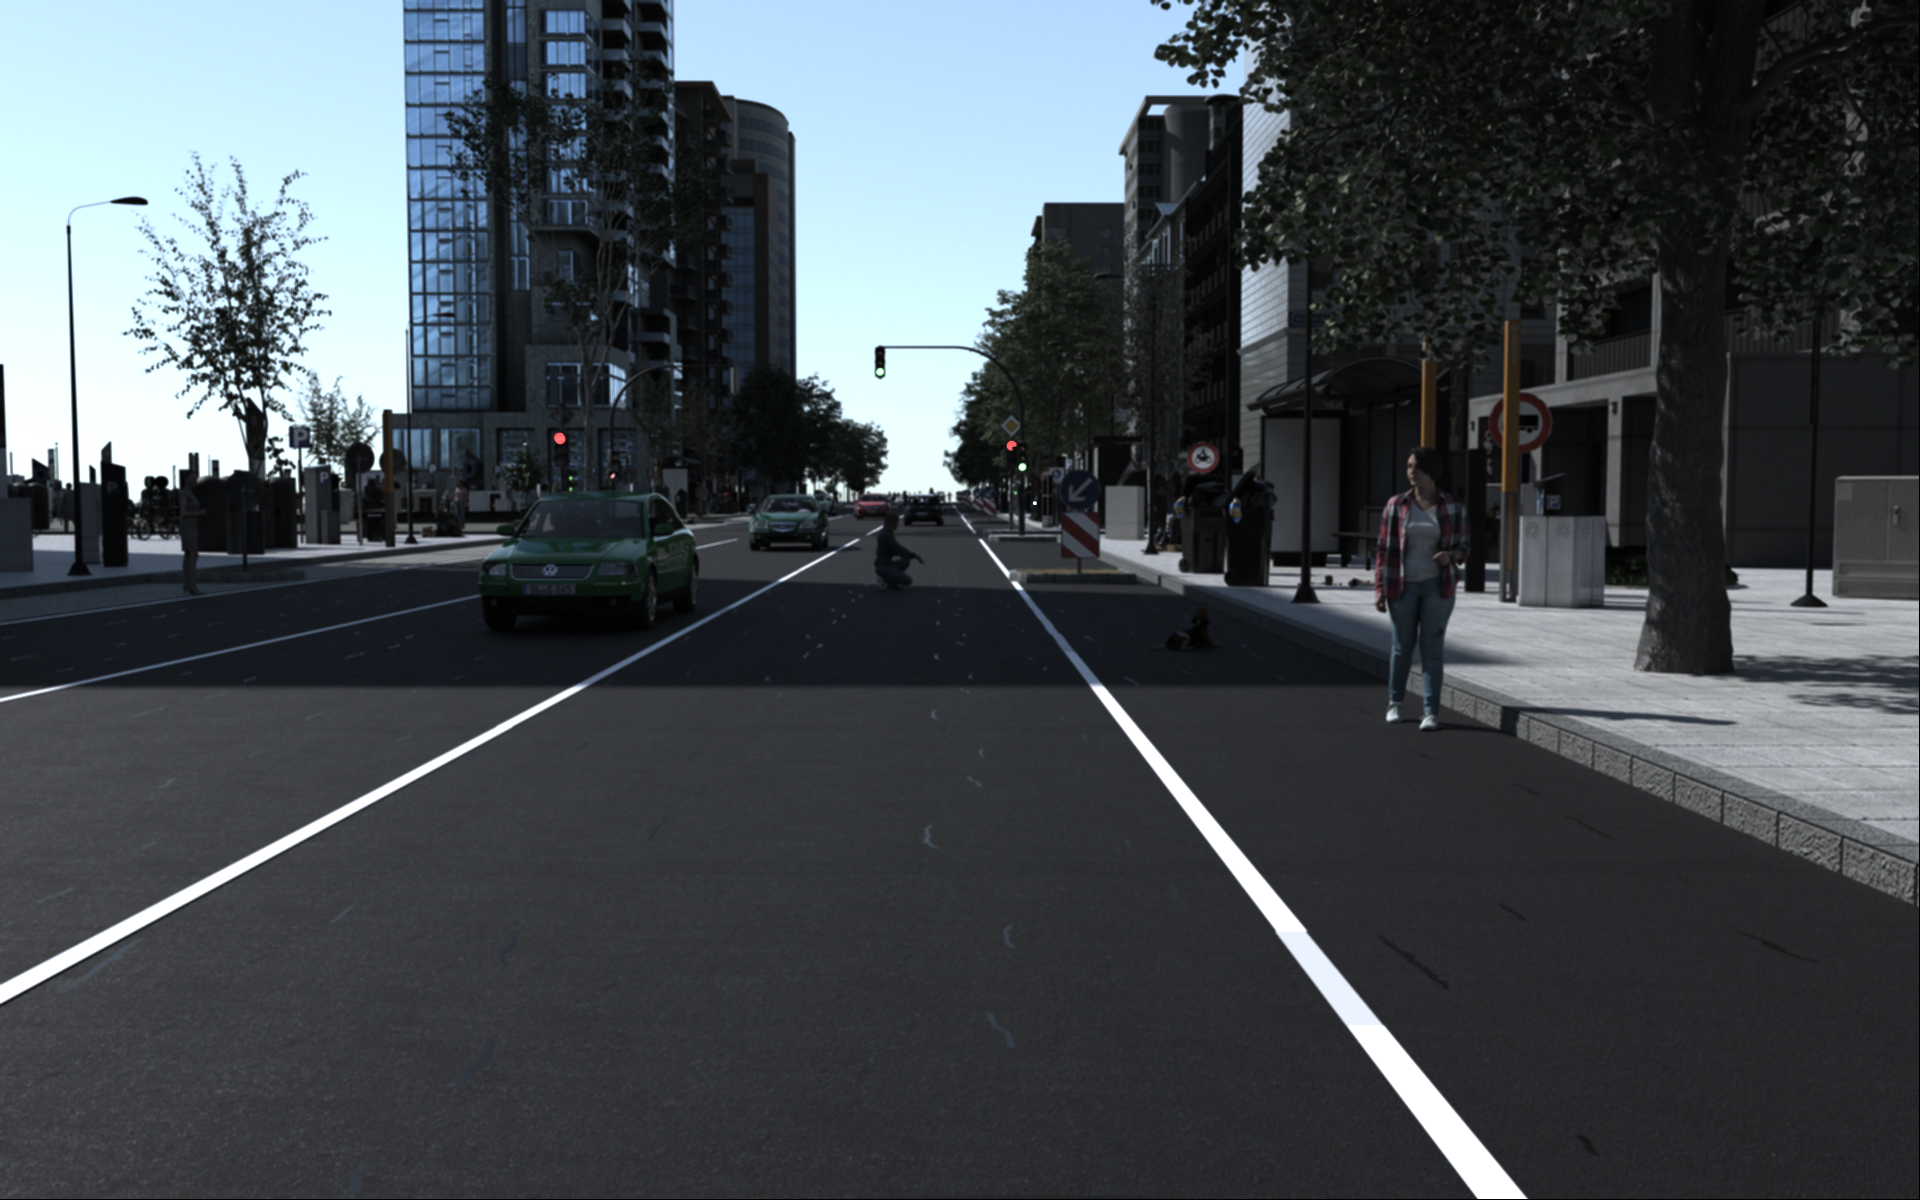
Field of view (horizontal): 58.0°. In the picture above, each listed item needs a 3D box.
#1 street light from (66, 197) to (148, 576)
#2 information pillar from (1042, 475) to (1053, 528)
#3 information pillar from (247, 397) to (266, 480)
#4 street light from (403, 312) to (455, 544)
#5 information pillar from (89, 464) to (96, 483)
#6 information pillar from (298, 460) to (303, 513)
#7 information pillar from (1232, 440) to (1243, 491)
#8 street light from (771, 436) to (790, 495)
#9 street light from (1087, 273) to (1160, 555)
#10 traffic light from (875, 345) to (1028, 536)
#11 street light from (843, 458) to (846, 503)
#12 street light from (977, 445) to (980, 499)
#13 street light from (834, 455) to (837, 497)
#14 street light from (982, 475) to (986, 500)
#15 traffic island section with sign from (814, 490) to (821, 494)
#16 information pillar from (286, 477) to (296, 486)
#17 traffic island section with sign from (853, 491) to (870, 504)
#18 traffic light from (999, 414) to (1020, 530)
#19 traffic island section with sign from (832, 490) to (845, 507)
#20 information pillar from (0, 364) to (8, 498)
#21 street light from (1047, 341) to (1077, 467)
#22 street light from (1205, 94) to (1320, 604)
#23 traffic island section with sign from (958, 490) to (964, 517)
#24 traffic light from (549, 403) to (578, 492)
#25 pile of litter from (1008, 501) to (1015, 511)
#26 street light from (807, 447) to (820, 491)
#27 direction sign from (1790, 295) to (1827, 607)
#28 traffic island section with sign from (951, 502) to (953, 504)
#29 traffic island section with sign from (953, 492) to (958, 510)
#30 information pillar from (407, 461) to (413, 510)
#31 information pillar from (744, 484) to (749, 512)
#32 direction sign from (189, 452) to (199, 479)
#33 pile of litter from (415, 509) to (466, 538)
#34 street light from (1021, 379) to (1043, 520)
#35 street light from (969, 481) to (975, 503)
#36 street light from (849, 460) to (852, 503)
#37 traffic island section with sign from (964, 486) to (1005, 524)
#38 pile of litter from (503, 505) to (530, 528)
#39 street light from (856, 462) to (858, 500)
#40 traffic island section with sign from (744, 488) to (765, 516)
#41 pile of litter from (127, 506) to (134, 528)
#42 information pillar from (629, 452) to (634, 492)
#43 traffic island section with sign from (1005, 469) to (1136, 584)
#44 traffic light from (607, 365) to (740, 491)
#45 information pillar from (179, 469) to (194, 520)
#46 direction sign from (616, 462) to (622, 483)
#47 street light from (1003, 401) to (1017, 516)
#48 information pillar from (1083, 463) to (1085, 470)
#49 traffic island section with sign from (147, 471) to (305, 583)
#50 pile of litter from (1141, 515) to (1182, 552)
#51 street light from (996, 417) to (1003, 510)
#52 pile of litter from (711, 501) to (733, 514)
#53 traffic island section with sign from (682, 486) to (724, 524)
[{"bbox_3d":[-13.385,-3.344,27.208,1.470,5.913,1.316,0,4,-1],"label":"street light"},{"bbox_3d":[3.346,-3.767,66.080,0.304,2.012,0.304,-3,5,-43],"label":"information pillar"},{"bbox_3d":[-17.086,-3.103,42.081,0.183,3.616,0.504,1,4,22],"label":"information pillar"},{"bbox_3d":[-13.578,-4.393,44.362,1.470,5.913,1.316,0,4,-1],"label":"street light"},{"bbox_3d":[-68.143,-8.852,136.091,0.183,3.616,0.504,2,4,34],"label":"information pillar"},{"bbox_3d":[-45.259,-7.798,118.854,0.183,3.616,0.504,0,4,3],"label":"information pillar"},{"bbox_3d":[12.067,-5.140,75.396,0.504,3.616,0.183,1,4,22],"label":"information pillar"},{"bbox_3d":[-14.483,-10.104,137.739,1.470,5.913,1.316,0,4,-1],"label":"street light"},{"bbox_3d":[3.517,-3.917,36.576,1.470,5.913,1.316,0,4,-1],"label":"street light"},{"bbox_3d":[-0.217,-4.800,53.142,4.771,5.953,1.251,0,4,-1],"label":"traffic light"},{"bbox_3d":[-15.210,-15.179,220.715,1.470,5.913,1.316,0,4,-1],"label":"street light"},{"bbox_3d":[2.383,-11.573,161.766,1.470,5.913,1.316,0,4,-1],"label":"street light"},{"bbox_3d":[-15.142,-14.206,204.813,1.470,5.913,1.316,0,4,-1],"label":"street light"},{"bbox_3d":[2.596,-10.552,145.068,1.470,5.913,1.316,0,4,-1],"label":"street light"},{"bbox_3d":[-13.234,-9.340,161.333,1.989,1.847,2.006,0,4,-1],"label":"traffic island section with sign"},{"bbox_3d":[-29.469,-4.395,76.349,0.304,2.012,0.304,0,4,4],"label":"information pillar"},{"bbox_3d":[-13.985,-14.388,243.876,1.989,1.847,2.006,0,4,-1],"label":"traffic island section with sign"},{"bbox_3d":[1.801,-4.426,61.287,0.839,4.253,0.868,0,4,-1],"label":"traffic light"},{"bbox_3d":[-13.477,-10.988,188.287,1.989,1.847,2.006,0,4,-1],"label":"traffic island section with sign"},{"bbox_3d":[-17.248,-2.426,31.021,0.183,3.616,0.504,0,4,5],"label":"information pillar"},{"bbox_3d":[3.391,-4.912,52.859,1.470,5.913,1.316,0,4,-1],"label":"street light"},{"bbox_3d":[3.543,-2.921,20.293,1.470,5.913,1.316,0,4,-1],"label":"street light"},{"bbox_3d":[1.049,-6.277,111.252,1.989,1.847,2.006,0,4,-1],"label":"traffic island section with sign"},{"bbox_3d":[-12.186,-3.929,53.158,0.839,4.253,0.868,0,4,-1],"label":"traffic light"},{"bbox_3d":[3.567,-7.167,131.151,1.176,0.858,1.719,2,4,30],"label":"pile of litter"},{"bbox_3d":[-14.832,-12.142,171.065,1.470,5.913,1.316,0,4,-1],"label":"street light"},{"bbox_3d":[9.704,-1.694,19.693,0.379,3.537,0.876,2,4,30],"label":"direction sign"},{"bbox_3d":[0.344,-10.996,188.404,1.989,1.847,2.006,0,4,-1],"label":"traffic island section with sign"},{"bbox_3d":[0.590,-9.347,161.450,1.989,1.847,2.006,0,4,-1],"label":"traffic island section with sign"},{"bbox_3d":[-38.308,-7.903,120.575,0.504,3.616,0.183,2,4,29],"label":"information pillar"},{"bbox_3d":[-15.657,-7.506,127.214,0.304,2.012,0.304,-1,4,-23],"label":"information pillar"},{"bbox_3d":[-41.764,-6.269,94.489,0.876,3.537,0.379,2,4,33],"label":"direction sign"},{"bbox_3d":[-15.565,-2.302,51.606,1.719,0.858,1.176,-2,4,-28],"label":"pile of litter"},{"bbox_3d":[3.177,-5.978,70.282,1.470,5.913,1.316,0,4,-1],"label":"street light"},{"bbox_3d":[2.009,-13.642,195.581,1.470,5.913,1.316,0,4,-1],"label":"street light"},{"bbox_3d":[-15.332,-16.175,236.997,1.470,5.913,1.316,0,4,-1],"label":"street light"},{"bbox_3d":[1.309,-4.622,84.191,1.989,1.847,2.006,0,4,-1],"label":"traffic island section with sign"},{"bbox_3d":[-16.783,-3.170,65.797,1.176,0.858,1.719,-1,4,-9],"label":"pile of litter"},{"bbox_3d":[-15.512,-17.209,253.914,1.470,5.913,1.316,0,4,-1],"label":"street light"},{"bbox_3d":[-12.763,-6.253,110.860,1.989,1.847,2.006,0,4,-1],"label":"traffic island section with sign"},{"bbox_3d":[-31.753,-3.151,65.481,1.176,0.858,1.719,-1,4,-17],"label":"pile of litter"},{"bbox_3d":[-18.462,-6.480,97.307,0.183,3.616,0.504,-2,4,-30],"label":"information pillar"},{"bbox_3d":[1.817,-1.224,28.636,1.989,1.847,2.006,0,4,-1],"label":"traffic island section with sign"},{"bbox_3d":[-10.169,-5.292,61.197,4.771,5.953,1.251,0,4,-1],"label":"traffic light"},{"bbox_3d":[-22.850,-2.858,51.222,0.304,2.012,0.304,1,4,15],"label":"information pillar"},{"bbox_3d":[-23.985,-7.879,120.819,0.876,3.537,0.379,-3,5,-44],"label":"direction sign"},{"bbox_3d":[3.061,-6.974,86.564,1.470,5.913,1.316,0,4,-1],"label":"street light"},{"bbox_3d":[9.184,-8.257,126.355,0.504,3.616,0.183,-1,4,-19],"label":"information pillar"},{"bbox_3d":[-12.004,-1.221,28.593,1.989,1.847,2.006,0,4,-1],"label":"traffic island section with sign"},{"bbox_3d":[4.923,-1.506,38.590,1.719,0.858,1.176,1,4,14],"label":"pile of litter"},{"bbox_3d":[2.916,-8.002,103.373,1.470,5.913,1.316,0,4,-1],"label":"street light"},{"bbox_3d":[-15.216,-5.886,110.193,1.719,0.858,1.176,2,4,25],"label":"pile of litter"},{"bbox_3d":[-12.502,-4.604,83.906,1.989,1.847,2.006,0,4,-1],"label":"traffic island section with sign"}]
